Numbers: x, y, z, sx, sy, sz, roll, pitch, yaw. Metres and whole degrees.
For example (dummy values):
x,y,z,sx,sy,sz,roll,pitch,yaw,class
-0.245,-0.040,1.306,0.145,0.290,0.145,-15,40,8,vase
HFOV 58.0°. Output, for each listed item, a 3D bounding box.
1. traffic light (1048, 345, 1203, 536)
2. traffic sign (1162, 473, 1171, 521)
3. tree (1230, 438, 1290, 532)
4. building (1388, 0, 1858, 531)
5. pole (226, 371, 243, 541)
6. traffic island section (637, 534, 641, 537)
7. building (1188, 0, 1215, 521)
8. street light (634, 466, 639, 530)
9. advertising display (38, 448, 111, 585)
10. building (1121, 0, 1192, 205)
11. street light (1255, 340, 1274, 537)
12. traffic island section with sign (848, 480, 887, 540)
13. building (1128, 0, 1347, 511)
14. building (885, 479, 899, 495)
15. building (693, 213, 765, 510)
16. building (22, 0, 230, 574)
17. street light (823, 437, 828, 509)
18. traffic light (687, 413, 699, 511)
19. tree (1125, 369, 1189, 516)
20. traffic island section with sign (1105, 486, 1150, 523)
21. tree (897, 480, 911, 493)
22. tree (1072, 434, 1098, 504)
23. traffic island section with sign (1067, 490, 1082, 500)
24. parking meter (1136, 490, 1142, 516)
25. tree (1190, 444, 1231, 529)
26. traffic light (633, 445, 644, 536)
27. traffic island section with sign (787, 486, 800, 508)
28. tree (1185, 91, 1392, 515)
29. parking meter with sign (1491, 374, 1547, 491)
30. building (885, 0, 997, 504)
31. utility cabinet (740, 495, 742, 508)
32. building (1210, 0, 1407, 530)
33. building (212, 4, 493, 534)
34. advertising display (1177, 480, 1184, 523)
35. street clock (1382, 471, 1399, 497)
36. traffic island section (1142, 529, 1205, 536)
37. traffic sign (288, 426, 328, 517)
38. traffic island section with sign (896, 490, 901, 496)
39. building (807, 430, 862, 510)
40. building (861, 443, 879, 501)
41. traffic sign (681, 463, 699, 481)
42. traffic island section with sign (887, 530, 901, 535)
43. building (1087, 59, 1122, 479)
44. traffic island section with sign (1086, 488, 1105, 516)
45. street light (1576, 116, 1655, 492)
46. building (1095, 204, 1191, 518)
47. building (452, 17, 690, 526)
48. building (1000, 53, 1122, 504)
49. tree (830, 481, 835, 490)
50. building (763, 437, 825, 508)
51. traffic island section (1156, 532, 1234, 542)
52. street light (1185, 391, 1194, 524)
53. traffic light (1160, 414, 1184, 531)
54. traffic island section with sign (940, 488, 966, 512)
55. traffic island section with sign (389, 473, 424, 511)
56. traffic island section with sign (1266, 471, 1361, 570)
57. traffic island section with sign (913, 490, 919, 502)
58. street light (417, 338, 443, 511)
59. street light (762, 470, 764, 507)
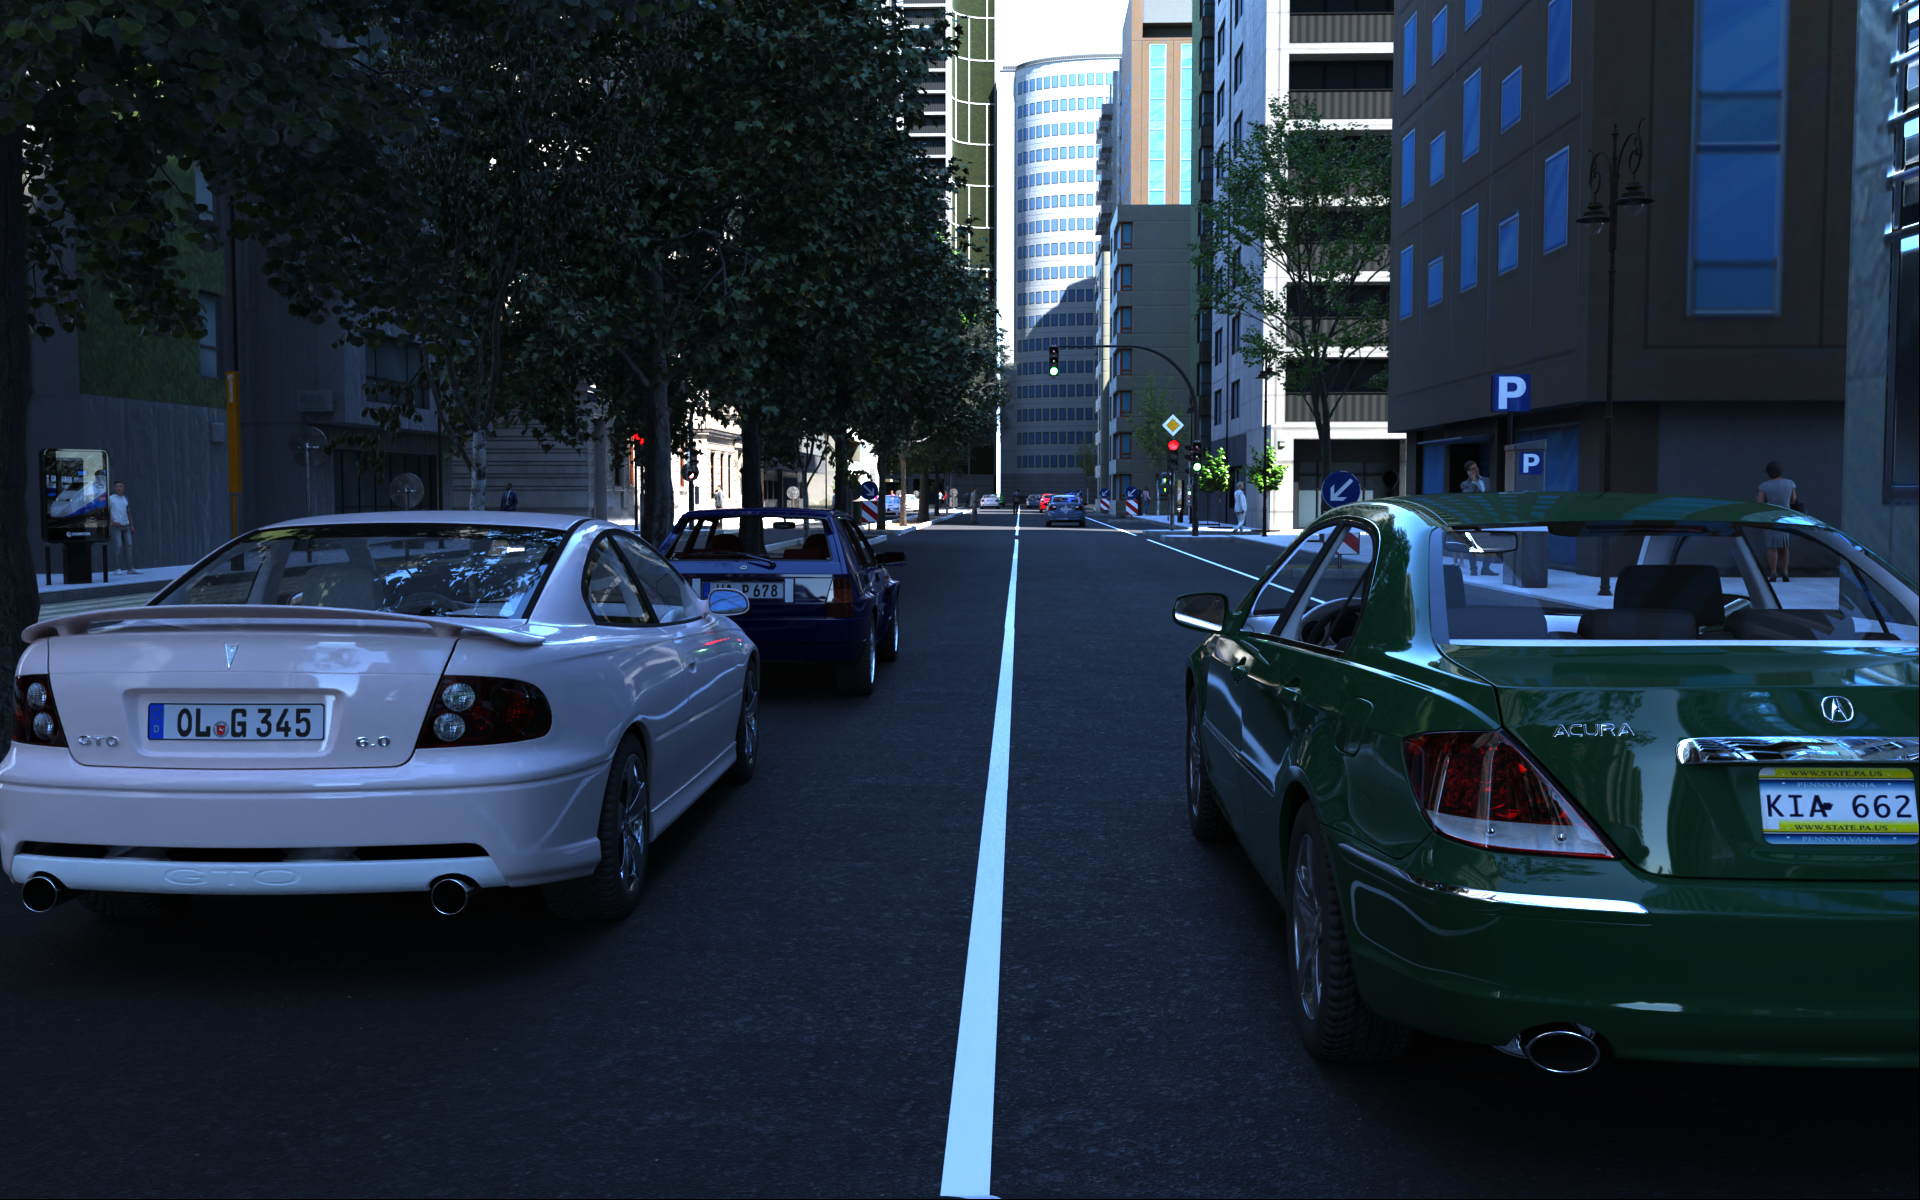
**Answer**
x,y,z,sx,sy,sz,roll,pitch,yaw,class
5.070,-4.776,52.760,4.771,5.953,1.251,0,4,2,traffic light
9.990,-4.949,83.047,0.606,2.300,0.079,1,4,11,traffic sign
10.622,-3.975,59.592,1.663,3.219,1.824,0,3,0,tree
16.617,-23.347,31.834,14.600,45.320,14.200,0,4,2,building
-12.098,-2.145,28.906,0.158,3.312,0.155,0,3,0,pole
-9.827,-1.912,53.537,2.009,0.180,2.903,0,4,2,traffic island section
18.571,-19.352,88.101,14.160,30.474,14.107,0,4,2,building
-11.561,-5.438,61.702,0.468,5.910,1.993,0,4,2,street light
-12.614,-1.192,24.709,0.123,1.923,0.974,2,4,32,advertising display
21.363,-30.651,151.262,14.600,45.320,14.200,0,4,2,building
9.207,-4.858,52.209,0.468,5.910,1.993,0,4,2,street light
-3.405,-2.777,53.548,2.006,1.907,1.989,0,4,2,traffic island section with sign
24.857,-44.617,167.734,20.563,71.187,20.611,0,4,2,building
-22.271,-33.413,200.921,28.867,44.769,22.147,0,4,2,building
-16.580,-13.969,93.023,10.561,19.102,19.286,0,4,2,building
-21.129,-20.891,25.169,14.154,41.232,14.086,0,4,2,building
-9.446,-9.136,122.168,0.468,5.910,1.993,0,4,2,street light
-7.416,-5.301,61.344,4.771,5.953,1.251,0,4,2,traffic light
11.625,-9.226,101.215,4.737,8.622,4.395,0,3,0,tree
8.357,-4.725,85.878,1.989,1.847,2.006,0,4,2,traffic island section with sign
-6.576,-12.747,203.010,1.663,3.219,1.824,0,3,0,tree
15.983,-16.081,213.291,4.737,8.622,4.395,0,3,0,tree
11.030,-9.418,162.614,1.989,1.847,2.006,0,4,2,traffic island section with sign
10.579,-5.751,102.446,0.372,1.533,0.369,0,3,0,parking meter
9.814,-4.305,64.990,1.663,3.219,1.824,0,3,0,tree
-9.788,-3.944,53.401,0.839,4.253,0.868,0,4,2,traffic light
-8.336,-4.771,86.635,1.989,1.847,2.006,0,4,2,traffic island section with sign
9.596,-7.344,45.825,9.928,11.665,9.643,0,3,0,tree
7.938,-1.722,24.411,0.543,3.016,1.738,0,4,4,parking meter with sign
-5.443,-48.397,229.547,20.611,71.187,20.563,0,4,2,building
-10.408,-4.524,85.132,0.306,1.237,1.020,1,4,23,utility cabinet
21.575,-38.559,68.684,20.611,71.187,20.563,0,4,2,building
-20.336,-16.708,44.880,14.107,30.474,14.160,0,4,2,building
9.904,-4.441,77.822,0.123,1.923,0.974,0,4,-6,advertising display
13.278,-2.987,53.410,0.471,2.002,0.358,2,4,29,street clock
7.481,-2.363,60.921,2.009,0.180,2.903,0,4,2,traffic island section
-12.227,-1.980,32.485,0.768,2.556,0.104,0,4,5,traffic sign
-5.681,-9.454,163.204,1.989,1.847,2.006,0,4,2,traffic island section with sign
-20.022,-32.011,147.083,21.300,48.544,21.600,0,4,2,building
-19.709,-38.511,171.647,21.231,58.520,28.212,0,4,2,building
-10.920,-4.275,69.998,0.768,2.556,0.104,0,4,8,traffic sign
-3.138,-3.230,60.950,2.006,1.907,1.989,0,4,2,traffic island section with sign
26.564,-35.131,193.995,23.786,49.044,30.456,0,4,2,building
9.295,-6.372,112.817,1.989,1.847,2.006,0,4,2,traffic island section with sign
8.167,-2.995,21.753,0.468,5.910,1.993,0,4,2,street light
23.712,-16.674,117.662,27.650,21.520,28.899,0,4,2,building
-18.261,-14.466,72.684,11.583,22.565,21.152,0,4,2,building
19.390,-42.074,229.902,28.212,58.520,21.231,0,4,2,building
-9.161,-8.625,135.615,1.663,3.219,1.824,0,3,0,tree
-17.878,-18.255,117.539,14.314,24.678,30.058,0,4,2,building
7.203,-1.875,52.941,2.009,0.180,2.903,0,4,2,traffic island section
9.990,-6.238,74.774,0.468,5.910,1.993,0,4,2,street light
7.442,-4.397,60.809,0.839,4.253,0.868,0,4,2,traffic light
-0.533,-7.823,136.044,2.006,1.907,1.989,0,4,2,traffic island section with sign
-10.264,-1.408,31.649,1.989,1.847,2.006,0,4,2,traffic island section with sign
6.416,-1.326,30.306,1.989,1.847,2.006,0,4,2,traffic island section with sign
-4.741,-11.102,190.144,1.989,1.847,2.006,0,4,2,traffic island section with sign
-12.233,-4.153,40.688,0.468,5.910,1.993,0,4,2,street light
-10.471,-7.286,91.907,0.468,5.910,1.993,0,4,2,street light
